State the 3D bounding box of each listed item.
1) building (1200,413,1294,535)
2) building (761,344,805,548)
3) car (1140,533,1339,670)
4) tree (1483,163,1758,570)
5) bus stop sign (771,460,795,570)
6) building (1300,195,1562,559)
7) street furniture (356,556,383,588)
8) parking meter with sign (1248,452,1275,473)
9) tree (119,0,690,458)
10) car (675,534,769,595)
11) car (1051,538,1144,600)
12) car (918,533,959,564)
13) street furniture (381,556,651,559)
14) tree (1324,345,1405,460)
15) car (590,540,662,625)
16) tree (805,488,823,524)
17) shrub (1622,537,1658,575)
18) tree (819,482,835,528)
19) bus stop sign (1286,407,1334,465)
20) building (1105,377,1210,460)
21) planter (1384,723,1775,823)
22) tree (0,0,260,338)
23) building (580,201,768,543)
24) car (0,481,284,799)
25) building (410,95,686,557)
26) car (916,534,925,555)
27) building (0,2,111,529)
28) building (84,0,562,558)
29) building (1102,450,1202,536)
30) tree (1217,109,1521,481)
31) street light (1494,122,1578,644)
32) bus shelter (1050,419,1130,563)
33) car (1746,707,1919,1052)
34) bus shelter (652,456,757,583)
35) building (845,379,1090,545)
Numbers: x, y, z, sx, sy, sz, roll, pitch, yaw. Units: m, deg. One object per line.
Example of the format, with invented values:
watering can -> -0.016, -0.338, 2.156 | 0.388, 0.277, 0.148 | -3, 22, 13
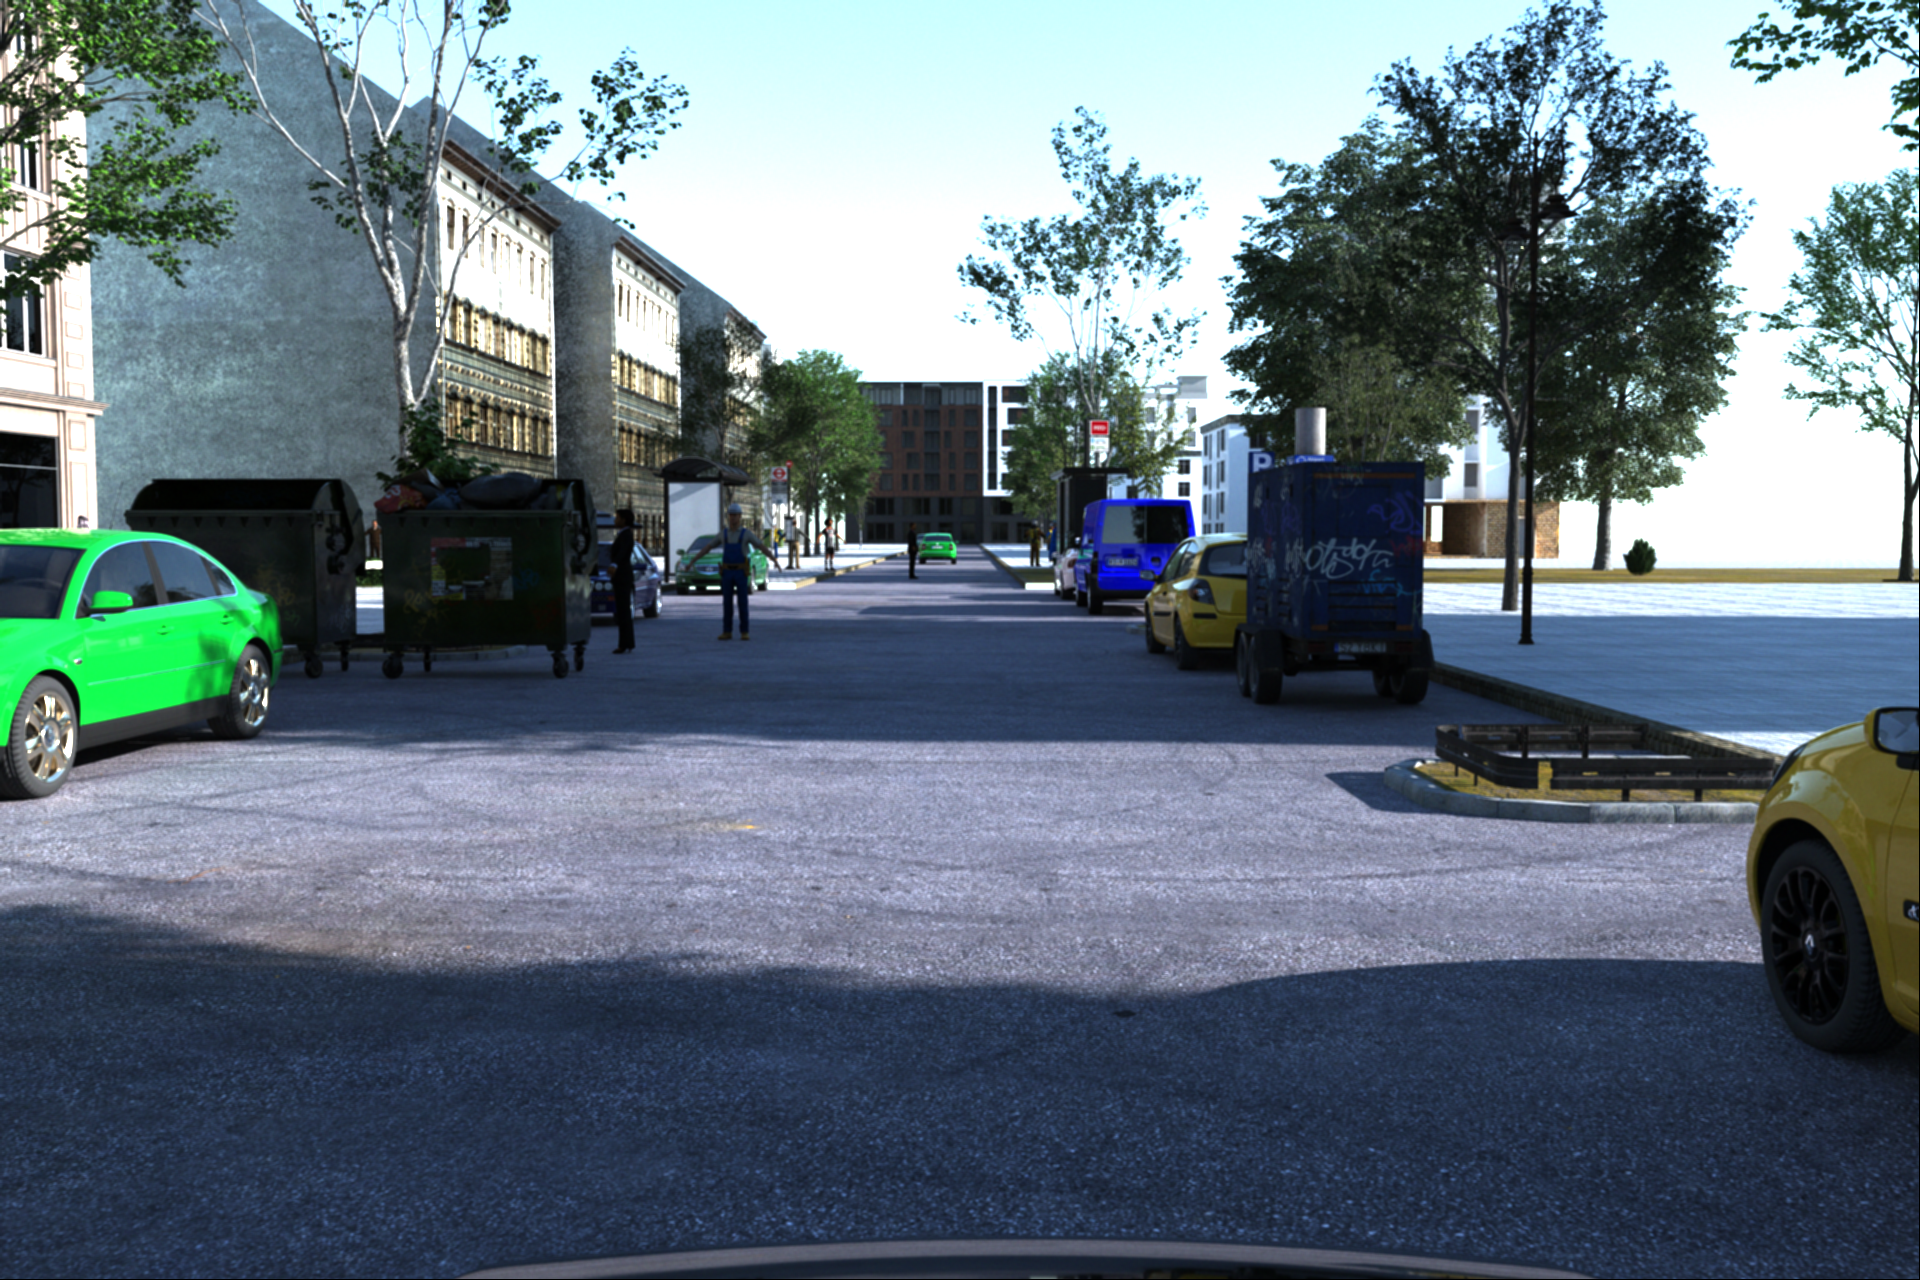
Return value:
building -> 23.220, -10.955, 121.258 | 9.099, 9.664, 28.070 | 0, 3, 0
building -> -25.678, -18.974, 176.683 | 16.747, 18.905, 31.486 | 0, 4, 0
car -> 3.113, -0.578, 19.680 | 2.015, 1.641, 3.980 | 0, 4, -1
tree -> 22.843, -9.457, 61.276 | 9.857, 13.997, 8.962 | 0, 3, 0
bus stop sign -> -6.397, -4.528, 62.740 | 0.855, 3.939, 0.416 | 0, 4, 1
building -> 25.565, -15.097, 103.250 | 16.016, 20.090, 11.380 | 0, 4, 0
street furniture -> -15.175, -1.857, 45.984 | 5.734, 0.657, 10.072 | 0, 4, 3
parking meter with sign -> 6.376, -2.423, 35.872 | 0.543, 3.016, 1.738 | 0, 3, 0
tree -> -11.589, -10.964, 35.151 | 12.611, 20.169, 13.585 | 0, 3, 0
car -> -5.782, -1.873, 42.426 | 2.131, 1.459, 4.920 | 0, 4, 0
car -> 3.138, -1.644, 39.236 | 2.083, 1.381, 4.827 | 0, 4, 0
car -> -1.053, -4.584, 83.744 | 1.959, 1.807, 4.718 | 0, 4, 0
street furniture -> -15.670, -2.718, 60.061 | 10.072, 0.657, 5.734 | 1, 4, 18
tree -> 14.422, -6.785, 61.297 | 4.360, 8.622, 3.978 | 0, 3, 0
car -> -6.011, -0.967, 28.396 | 1.945, 1.354, 3.894 | 0, 3, 0
tree -> -22.214, -19.464, 236.364 | 7.486, 12.596, 7.792 | 0, 3, 0
shrub -> 21.152, -2.615, 53.870 | 1.383, 1.207, 1.383 | 0, 3, 0
tree -> -17.728, -17.911, 243.199 | 4.360, 8.622, 3.978 | 0, 3, 0
bus stop sign -> 7.336, -2.895, 36.349 | 0.837, 3.901, 0.837 | 0, 3, 0
building -> 23.417, -22.107, 217.863 | 16.016, 20.090, 11.380 | 0, 4, 1
planter -> 3.426, 0.708, 9.557 | 1.991, 0.319, 1.994 | 0, 4, 0
tree -> -12.449, -5.801, 20.603 | 9.928, 11.665, 9.643 | 0, 3, 0
building -> -24.560, -17.898, 123.561 | 19.493, 23.208, 18.063 | 0, 4, 1
car -> -5.820, -0.120, 10.765 | 1.959, 1.807, 4.718 | 0, 4, 0
building -> -26.485, -16.234, 96.355 | 19.493, 23.208, 18.063 | 0, 4, 1
car -> -2.338, -6.628, 120.168 | 2.131, 1.459, 4.920 | 0, 4, 0
building -> -28.894, -13.715, 36.255 | 10.469, 25.551, 25.511 | 0, 4, 1
building -> -29.057, -14.934, 75.096 | 19.493, 23.208, 18.063 | 0, 4, 0
building -> 21.017, -15.006, 187.493 | 9.099, 9.664, 28.070 | 0, 4, 0
tree -> 12.035, -8.891, 52.019 | 9.857, 13.997, 8.962 | 0, 3, 0
street light -> 6.606, -2.889, 20.029 | 0.468, 5.910, 1.993 | 0, 3, 0
bus shelter -> 4.219, -4.939, 58.386 | 2.179, 5.291, 8.768 | 0, 4, -1
car -> 3.213, 0.402, 3.654 | 2.015, 1.641, 3.980 | 0, 4, -1
bus shelter -> -6.940, -3.289, 47.702 | 2.014, 3.302, 5.546 | 0, 4, 1
building -> 1.066, -24.111, 240.647 | 32.646, 21.610, 27.936 | 0, 4, 1
